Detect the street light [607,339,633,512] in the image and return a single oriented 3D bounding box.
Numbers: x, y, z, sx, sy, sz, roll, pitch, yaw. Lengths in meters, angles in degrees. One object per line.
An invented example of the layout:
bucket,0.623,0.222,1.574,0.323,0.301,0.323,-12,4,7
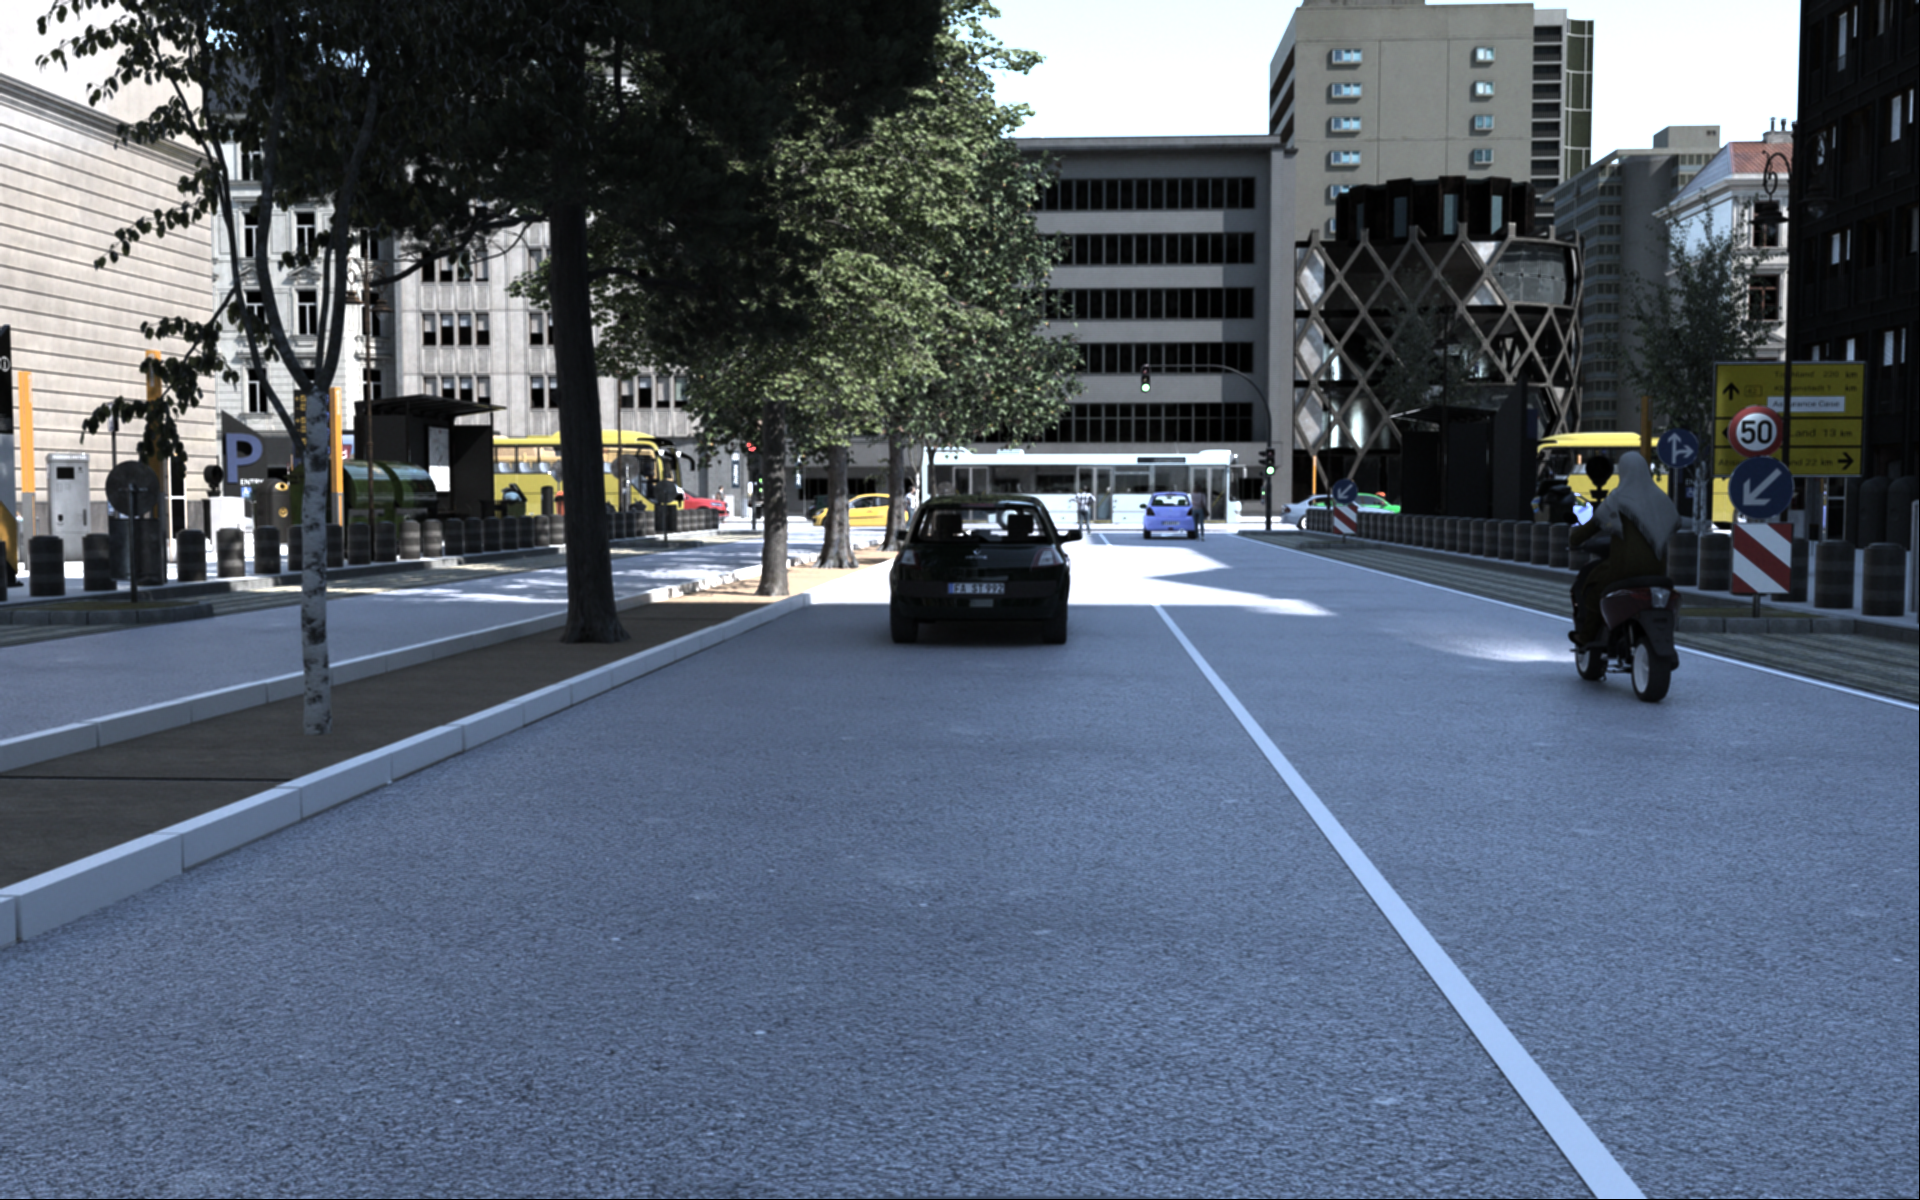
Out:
street light,-10.118,-4.812,51.465,0.468,5.910,1.993,0,4,4

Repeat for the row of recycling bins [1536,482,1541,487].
row of recycling bins,18.490,-3.159,58.761,3.534,1.692,1.069,-1,4,-20

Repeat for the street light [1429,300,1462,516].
street light,11.561,-4.195,41.370,0.468,5.910,1.993,0,4,4

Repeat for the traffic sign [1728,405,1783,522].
traffic sign,11.413,-1.516,24.896,0.768,2.556,0.104,1,4,13

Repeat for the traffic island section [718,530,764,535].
traffic island section,-7.401,-2.433,62.052,2.009,0.180,2.903,0,4,4

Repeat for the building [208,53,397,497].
building,-53.283,-20.173,106.239,44.131,29.872,17.030,0,4,4

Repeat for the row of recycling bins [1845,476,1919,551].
row of recycling bins,21.486,-1.994,39.710,1.069,1.692,3.534,-1,4,-16

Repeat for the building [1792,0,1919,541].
building,29.149,-12.888,40.404,12.332,23.373,15.834,0,4,4

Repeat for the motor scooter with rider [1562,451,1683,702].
motor scooter with rider,4.857,-0.222,12.589,0.876,1.779,1.986,0,4,4

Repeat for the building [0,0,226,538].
building,-34.511,-15.218,46.082,25.104,27.353,12.463,0,4,4

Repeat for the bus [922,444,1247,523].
bus,5.200,-4.493,68.316,13.247,3.499,2.948,0,4,5

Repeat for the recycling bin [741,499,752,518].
recycling bin,-11.437,-4.994,94.205,0.722,1.027,0.722,-3,5,-39

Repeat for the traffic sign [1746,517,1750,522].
traffic sign,13.882,-1.856,30.450,0.768,2.556,0.104,0,4,8

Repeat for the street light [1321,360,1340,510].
street light,12.796,-5.334,59.991,0.468,5.910,1.993,0,4,4

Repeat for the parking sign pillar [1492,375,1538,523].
parking sign pillar,12.764,-3.142,39.842,1.447,3.967,1.447,-1,4,-10

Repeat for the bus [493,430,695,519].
bus,-16.634,-4.626,67.185,12.252,3.916,2.896,0,4,6

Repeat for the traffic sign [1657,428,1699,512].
traffic sign,13.893,-2.049,33.606,0.768,2.556,0.104,1,4,10

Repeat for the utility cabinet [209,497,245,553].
utility cabinet,-16.118,-1.651,38.149,0.306,1.237,1.020,0,4,4

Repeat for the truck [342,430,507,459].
truck,-22.887,-5.359,76.529,11.283,4.237,2.839,0,4,3

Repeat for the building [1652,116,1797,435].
building,51.726,-16.014,97.982,21.152,22.565,11.583,0,4,4

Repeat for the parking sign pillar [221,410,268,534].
parking sign pillar,-22.974,-4.110,55.671,1.447,3.967,1.447,-2,4,-31

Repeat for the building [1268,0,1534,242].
building,41.479,-33.205,166.599,21.300,48.544,21.600,0,4,4

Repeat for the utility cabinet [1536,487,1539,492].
utility cabinet,17.311,-2.698,52.799,0.318,1.500,1.173,-1,4,-13

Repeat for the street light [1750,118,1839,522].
street light,10.446,-3.000,21.838,0.468,5.910,1.993,0,4,4

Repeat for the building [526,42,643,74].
building,-27.976,-35.355,167.301,28.713,52.752,27.495,0,4,4

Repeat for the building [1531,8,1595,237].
building,83.113,-50.192,258.889,20.611,71.187,20.563,0,4,4

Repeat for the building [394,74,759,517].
building,-21.431,-17.402,102.552,19.932,24.808,12.078,0,4,4

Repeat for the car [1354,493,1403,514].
car,17.212,-3.962,73.568,4.718,1.807,1.959,0,4,2

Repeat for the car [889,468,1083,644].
car,0.275,-0.505,18.037,2.009,1.686,4.222,0,4,4

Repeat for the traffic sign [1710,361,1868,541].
traffic sign,12.688,-2.001,26.595,2.265,3.308,0.079,0,4,5

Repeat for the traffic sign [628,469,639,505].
traffic sign,-11.846,-3.781,61.927,0.768,2.556,0.104,0,4,7

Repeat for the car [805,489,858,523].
car,-4.810,-4.135,77.397,4.222,1.686,2.009,0,4,2

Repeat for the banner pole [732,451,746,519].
banner pole,-11.333,-6.029,88.599,0.863,3.779,0.401,-3,4,-39

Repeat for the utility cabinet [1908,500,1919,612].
utility cabinet,10.848,-0.461,18.693,1.020,1.237,0.306,1,4,22

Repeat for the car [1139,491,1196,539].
car,6.804,-2.854,56.252,1.945,1.707,3.694,0,4,5

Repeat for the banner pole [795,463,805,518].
banner pole,-8.573,-6.316,93.284,0.863,3.779,0.401,-3,5,-43

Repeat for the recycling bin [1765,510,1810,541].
recycling bin,13.152,-0.927,27.717,0.722,1.027,0.722,2,4,32

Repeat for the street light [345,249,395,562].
street light,-11.201,-3.673,32.835,0.468,5.910,1.993,0,4,4

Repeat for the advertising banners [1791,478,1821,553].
advertising banners,17.517,-2.458,36.380,0.090,3.025,2.074,-1,4,-21

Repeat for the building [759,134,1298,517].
building,3.864,-17.291,101.775,30.058,24.678,14.314,0,4,4

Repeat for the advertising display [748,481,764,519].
advertising display,-10.240,-5.038,87.581,0.974,1.923,0.123,0,4,-3

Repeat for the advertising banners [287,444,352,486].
advertising banners,-22.424,-3.955,60.854,2.074,3.025,0.090,-1,4,-13

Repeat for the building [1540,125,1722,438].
building,77.934,-30.370,188.425,23.993,40.220,32.217,0,4,4

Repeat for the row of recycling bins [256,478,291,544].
row of recycling bins,-16.565,-2.343,45.417,3.534,1.692,1.069,-2,4,-25

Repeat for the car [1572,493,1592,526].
car,22.376,-3.307,63.656,3.694,1.707,1.945,0,4,5

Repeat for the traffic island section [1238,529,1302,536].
traffic island section,10.854,-2.362,60.902,2.009,0.180,2.903,0,4,4

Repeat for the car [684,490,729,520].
car,-13.319,-4.366,80.057,5.304,1.827,2.281,0,4,2

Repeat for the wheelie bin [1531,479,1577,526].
wheelie bin,12.728,-1.781,37.024,0.980,1.594,0.693,-1,4,-16

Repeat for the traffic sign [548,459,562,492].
traffic sign,-13.345,-3.451,57.617,0.795,2.450,0.064,1,4,12

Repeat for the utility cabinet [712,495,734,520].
utility cabinet,-11.765,-4.577,85.997,1.020,1.237,0.306,0,4,2

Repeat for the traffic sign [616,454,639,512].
traffic sign,-10.484,-3.330,54.555,0.768,2.556,0.104,1,4,8

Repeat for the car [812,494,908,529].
car,-3.782,-3.510,67.606,3.980,1.641,2.015,0,4,4

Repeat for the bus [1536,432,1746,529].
bus,28.316,-4.779,69.678,12.252,3.916,2.896,0,4,4

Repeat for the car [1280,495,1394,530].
car,14.817,-3.415,67.843,4.499,1.417,2.014,0,4,5

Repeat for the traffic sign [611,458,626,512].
traffic sign,-11.664,-3.645,59.694,0.768,2.556,0.104,0,4,4

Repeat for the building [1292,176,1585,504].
building,27.332,-14.330,101.755,16.811,18.784,16.820,0,4,4

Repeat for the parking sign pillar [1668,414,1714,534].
parking sign pillar,23.469,-4.107,55.624,1.447,3.967,1.447,1,4,14

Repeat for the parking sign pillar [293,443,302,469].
parking sign pillar,-18.265,-3.702,49.007,1.447,3.967,1.447,2,4,29
